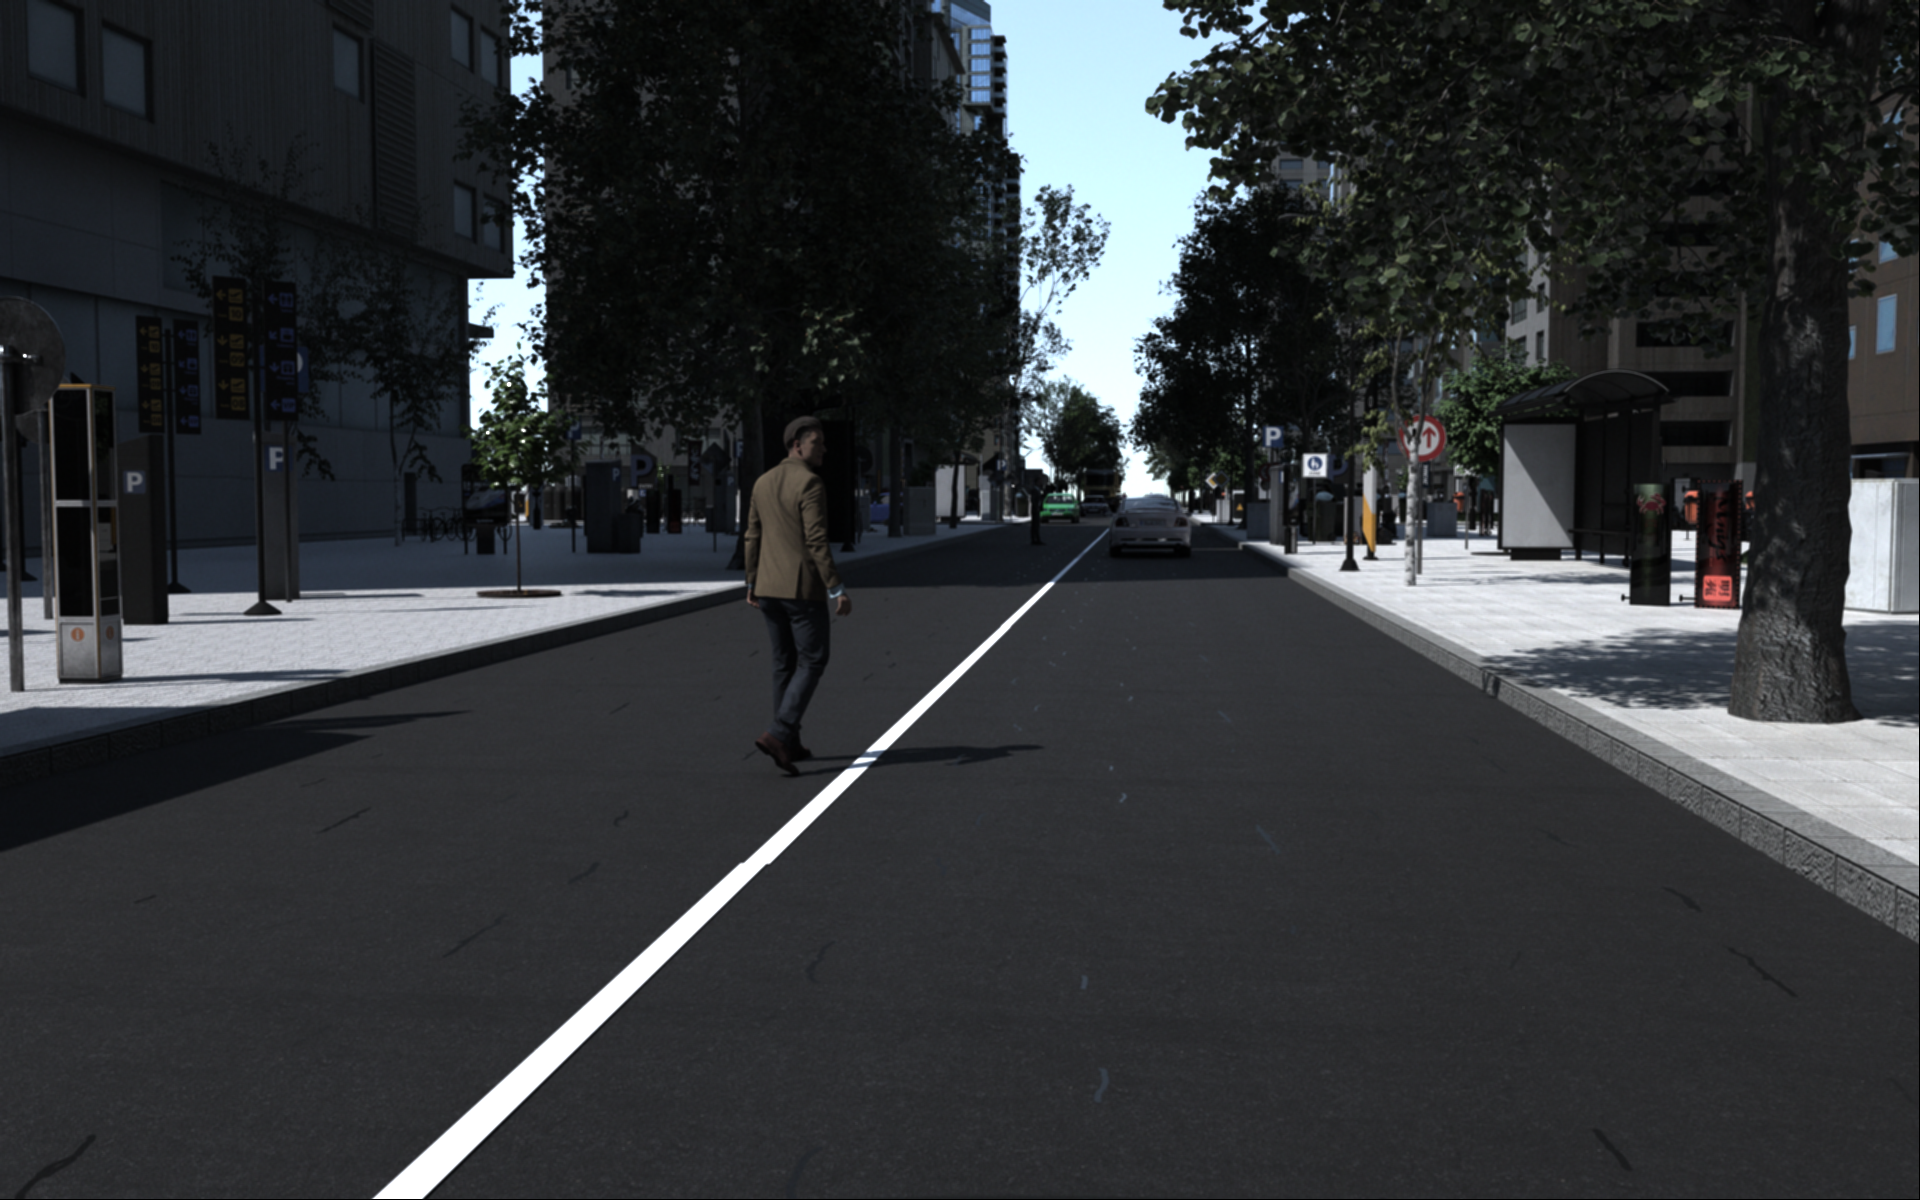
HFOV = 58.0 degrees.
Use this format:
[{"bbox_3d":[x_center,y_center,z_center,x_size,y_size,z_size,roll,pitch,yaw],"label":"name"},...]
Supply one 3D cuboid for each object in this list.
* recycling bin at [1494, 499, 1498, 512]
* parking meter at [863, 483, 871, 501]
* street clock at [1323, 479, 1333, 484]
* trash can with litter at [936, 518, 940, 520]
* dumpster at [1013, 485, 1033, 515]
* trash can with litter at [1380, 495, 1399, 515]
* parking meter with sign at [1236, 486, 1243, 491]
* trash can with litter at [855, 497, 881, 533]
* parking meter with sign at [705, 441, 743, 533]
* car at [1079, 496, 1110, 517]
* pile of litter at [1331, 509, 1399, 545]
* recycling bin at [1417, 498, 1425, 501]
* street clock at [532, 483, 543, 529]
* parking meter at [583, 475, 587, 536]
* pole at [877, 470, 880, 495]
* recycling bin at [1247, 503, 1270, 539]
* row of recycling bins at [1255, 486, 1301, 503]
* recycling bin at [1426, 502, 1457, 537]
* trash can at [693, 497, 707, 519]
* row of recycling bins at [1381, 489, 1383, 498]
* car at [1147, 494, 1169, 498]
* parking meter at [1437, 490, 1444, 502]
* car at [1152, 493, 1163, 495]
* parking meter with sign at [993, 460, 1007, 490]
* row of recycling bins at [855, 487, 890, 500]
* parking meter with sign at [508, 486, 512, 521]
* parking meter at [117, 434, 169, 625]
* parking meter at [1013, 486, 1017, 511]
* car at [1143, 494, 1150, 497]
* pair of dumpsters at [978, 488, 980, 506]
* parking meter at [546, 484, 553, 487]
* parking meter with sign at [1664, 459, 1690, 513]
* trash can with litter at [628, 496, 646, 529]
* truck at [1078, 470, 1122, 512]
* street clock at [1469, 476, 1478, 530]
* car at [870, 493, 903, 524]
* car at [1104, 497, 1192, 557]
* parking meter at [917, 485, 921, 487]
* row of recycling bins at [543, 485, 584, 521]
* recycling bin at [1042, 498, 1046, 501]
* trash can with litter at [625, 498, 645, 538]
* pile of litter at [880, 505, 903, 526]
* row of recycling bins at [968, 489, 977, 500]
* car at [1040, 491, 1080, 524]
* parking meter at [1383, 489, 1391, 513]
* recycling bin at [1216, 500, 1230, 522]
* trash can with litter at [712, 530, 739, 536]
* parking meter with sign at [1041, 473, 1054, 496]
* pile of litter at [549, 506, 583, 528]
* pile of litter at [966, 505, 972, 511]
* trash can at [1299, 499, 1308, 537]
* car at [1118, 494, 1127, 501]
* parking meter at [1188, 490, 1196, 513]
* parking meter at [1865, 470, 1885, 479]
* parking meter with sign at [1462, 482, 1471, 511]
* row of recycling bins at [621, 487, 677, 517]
[{"bbox_3d":[27.562,-4.680,89.079,0.722,1.027,0.722,1,4,12],"label":"recycling bin"},{"bbox_3d":[-4.853,-5.192,90.595,0.399,1.863,0.255,1,4,8],"label":"parking meter"},{"bbox_3d":[17.722,-4.831,83.561,0.471,2.002,0.358,2,4,29],"label":"street clock"},{"bbox_3d":[-1.099,-4.663,87.294,1.678,1.210,2.233,-2,4,-34],"label":"trash can with litter"},{"bbox_3d":[3.972,-6.250,107.945,1.264,1.857,1.865,0,4,6],"label":"dumpster"},{"bbox_3d":[26.200,-5.712,104.442,2.233,1.210,1.678,0,3,0],"label":"trash can with litter"},{"bbox_3d":[18.957,-7.453,118.109,1.738,3.016,0.543,0,4,-1],"label":"parking meter with sign"},{"bbox_3d":[-3.290,-2.901,58.481,1.678,1.210,2.233,2,4,32],"label":"trash can with litter"},{"bbox_3d":[-7.834,-3.755,57.657,1.738,3.016,0.543,3,5,43],"label":"parking meter with sign"},{"bbox_3d":[8.455,-5.899,109.031,1.945,1.354,3.894,0,4,6],"label":"car"},{"bbox_3d":[10.246,-1.835,43.969,1.719,0.858,1.176,0,4,8],"label":"pile of litter"},{"bbox_3d":[32.956,-6.829,124.202,0.722,1.027,0.722,1,4,21],"label":"recycling bin"},{"bbox_3d":[-15.353,-3.562,62.809,0.471,2.002,0.358,2,4,25],"label":"street clock"},{"bbox_3d":[-11.343,-2.905,53.213,0.255,1.863,0.399,3,5,43],"label":"parking meter"},{"bbox_3d":[-6.799,-9.236,144.850,0.158,3.312,0.155,0,3,0],"label":"pole"},{"bbox_3d":[8.630,-2.253,49.386,0.722,1.027,0.722,2,4,30],"label":"recycling bin"},{"bbox_3d":[16.867,-5.253,93.004,3.534,1.692,1.069,-2,4,-31],"label":"row of recycling bins"},{"bbox_3d":[14.462,-2.411,51.980,0.722,1.027,0.722,0,4,-3],"label":"recycling bin"},{"bbox_3d":[-13.446,-4.768,89.607,0.748,1.137,0.748,0,3,0],"label":"trash can"},{"bbox_3d":[32.994,-7.928,136.733,1.069,1.692,3.534,0,4,5],"label":"row of recycling bins"},{"bbox_3d":[12.094,-5.750,106.022,2.014,1.417,4.499,0,4,5],"label":"car"},{"bbox_3d":[27.560,-5.560,99.322,0.372,1.533,0.369,0,3,0],"label":"parking meter"},{"bbox_3d":[22.245,-11.384,195.165,2.155,1.783,4.494,0,4,6],"label":"car"},{"bbox_3d":[1.963,-5.655,88.719,0.543,3.016,1.738,-1,4,-10],"label":"parking meter with sign"},{"bbox_3d":[-4.826,-5.842,102.637,3.534,1.692,1.069,0,4,0],"label":"row of recycling bins"},{"bbox_3d":[-21.966,-5.205,81.369,1.738,3.016,0.543,0,4,3],"label":"parking meter with sign"},{"bbox_3d":[-8.046,-0.692,17.028,0.399,1.863,0.255,0,4,5],"label":"parking meter"},{"bbox_3d":[3.677,-6.504,112.047,0.399,1.863,0.255,3,5,43],"label":"parking meter"},{"bbox_3d":[33.523,-18.236,308.384,2.015,1.641,3.980,0,4,8],"label":"car"},{"bbox_3d":[2.101,-7.329,122.320,1.574,2.255,4.437,0,4,6],"label":"pair of dumpsters"},{"bbox_3d":[-28.297,-6.957,119.454,0.255,1.863,0.399,1,4,11],"label":"parking meter"},{"bbox_3d":[36.096,-5.519,86.499,1.738,3.016,0.543,1,4,21],"label":"parking meter with sign"},{"bbox_3d":[-12.136,-3.257,64.302,1.678,1.210,2.233,-1,4,-15],"label":"trash can with litter"},{"bbox_3d":[11.449,-8.770,139.309,3.469,3.379,9.791,0,4,8],"label":"truck"},{"bbox_3d":[18.211,-3.482,61.508,0.358,2.002,0.471,-1,4,-17],"label":"street clock"},{"bbox_3d":[-3.218,-4.147,77.392,3.694,1.707,1.945,0,4,4],"label":"car"},{"bbox_3d":[4.455,-1.745,40.892,2.083,1.381,4.827,0,4,5],"label":"car"},{"bbox_3d":[-2.788,-6.781,116.585,0.255,1.863,0.399,0,4,8],"label":"parking meter"},{"bbox_3d":[-18.726,-4.650,83.147,3.534,1.692,1.069,2,4,35],"label":"row of recycling bins"},{"bbox_3d":[6.426,-7.327,132.344,0.722,1.027,0.722,1,4,11],"label":"recycling bin"},{"bbox_3d":[-9.727,-2.394,50.536,1.055,1.170,0.624,0,4,-4],"label":"trash can with litter"},{"bbox_3d":[-2.662,-3.456,70.471,1.176,0.858,1.719,3,5,43],"label":"pile of litter"},{"bbox_3d":[1.119,-8.186,140.952,1.069,1.692,3.534,0,4,2],"label":"row of recycling bins"},{"bbox_3d":[4.923,-4.673,85.198,1.959,1.807,4.718,0,4,7],"label":"car"},{"bbox_3d":[22.169,-4.988,89.968,0.372,1.533,0.369,0,3,0],"label":"parking meter"},{"bbox_3d":[12.165,-4.097,79.546,0.722,1.027,0.722,1,4,13],"label":"recycling bin"},{"bbox_3d":[-6.775,-2.629,54.037,2.233,1.210,1.678,3,5,40],"label":"trash can with litter"},{"bbox_3d":[7.439,-9.042,144.104,1.738,3.016,0.543,3,4,37],"label":"parking meter with sign"},{"bbox_3d":[-14.898,-3.148,65.429,1.176,0.858,1.719,-2,4,-25],"label":"pile of litter"},{"bbox_3d":[0.147,-7.103,130.097,1.719,0.858,1.176,1,4,9],"label":"pile of litter"},{"bbox_3d":[10.471,-2.459,51.858,0.748,1.137,0.748,0,3,0],"label":"trash can"},{"bbox_3d":[29.069,-18.483,311.228,2.155,1.783,4.494,0,4,5],"label":"car"},{"bbox_3d":[15.806,-6.735,118.531,0.372,1.533,0.369,0,3,0],"label":"parking meter"},{"bbox_3d":[22.014,-2.201,41.704,0.255,1.863,0.399,-2,4,-24],"label":"parking meter"},{"bbox_3d":[32.662,-7.102,112.377,0.543,3.016,1.738,-1,4,-14],"label":"parking meter with sign"},{"bbox_3d":[-17.090,-5.375,94.990,3.534,1.692,1.069,1,4,10],"label":"row of recycling bins"}]
